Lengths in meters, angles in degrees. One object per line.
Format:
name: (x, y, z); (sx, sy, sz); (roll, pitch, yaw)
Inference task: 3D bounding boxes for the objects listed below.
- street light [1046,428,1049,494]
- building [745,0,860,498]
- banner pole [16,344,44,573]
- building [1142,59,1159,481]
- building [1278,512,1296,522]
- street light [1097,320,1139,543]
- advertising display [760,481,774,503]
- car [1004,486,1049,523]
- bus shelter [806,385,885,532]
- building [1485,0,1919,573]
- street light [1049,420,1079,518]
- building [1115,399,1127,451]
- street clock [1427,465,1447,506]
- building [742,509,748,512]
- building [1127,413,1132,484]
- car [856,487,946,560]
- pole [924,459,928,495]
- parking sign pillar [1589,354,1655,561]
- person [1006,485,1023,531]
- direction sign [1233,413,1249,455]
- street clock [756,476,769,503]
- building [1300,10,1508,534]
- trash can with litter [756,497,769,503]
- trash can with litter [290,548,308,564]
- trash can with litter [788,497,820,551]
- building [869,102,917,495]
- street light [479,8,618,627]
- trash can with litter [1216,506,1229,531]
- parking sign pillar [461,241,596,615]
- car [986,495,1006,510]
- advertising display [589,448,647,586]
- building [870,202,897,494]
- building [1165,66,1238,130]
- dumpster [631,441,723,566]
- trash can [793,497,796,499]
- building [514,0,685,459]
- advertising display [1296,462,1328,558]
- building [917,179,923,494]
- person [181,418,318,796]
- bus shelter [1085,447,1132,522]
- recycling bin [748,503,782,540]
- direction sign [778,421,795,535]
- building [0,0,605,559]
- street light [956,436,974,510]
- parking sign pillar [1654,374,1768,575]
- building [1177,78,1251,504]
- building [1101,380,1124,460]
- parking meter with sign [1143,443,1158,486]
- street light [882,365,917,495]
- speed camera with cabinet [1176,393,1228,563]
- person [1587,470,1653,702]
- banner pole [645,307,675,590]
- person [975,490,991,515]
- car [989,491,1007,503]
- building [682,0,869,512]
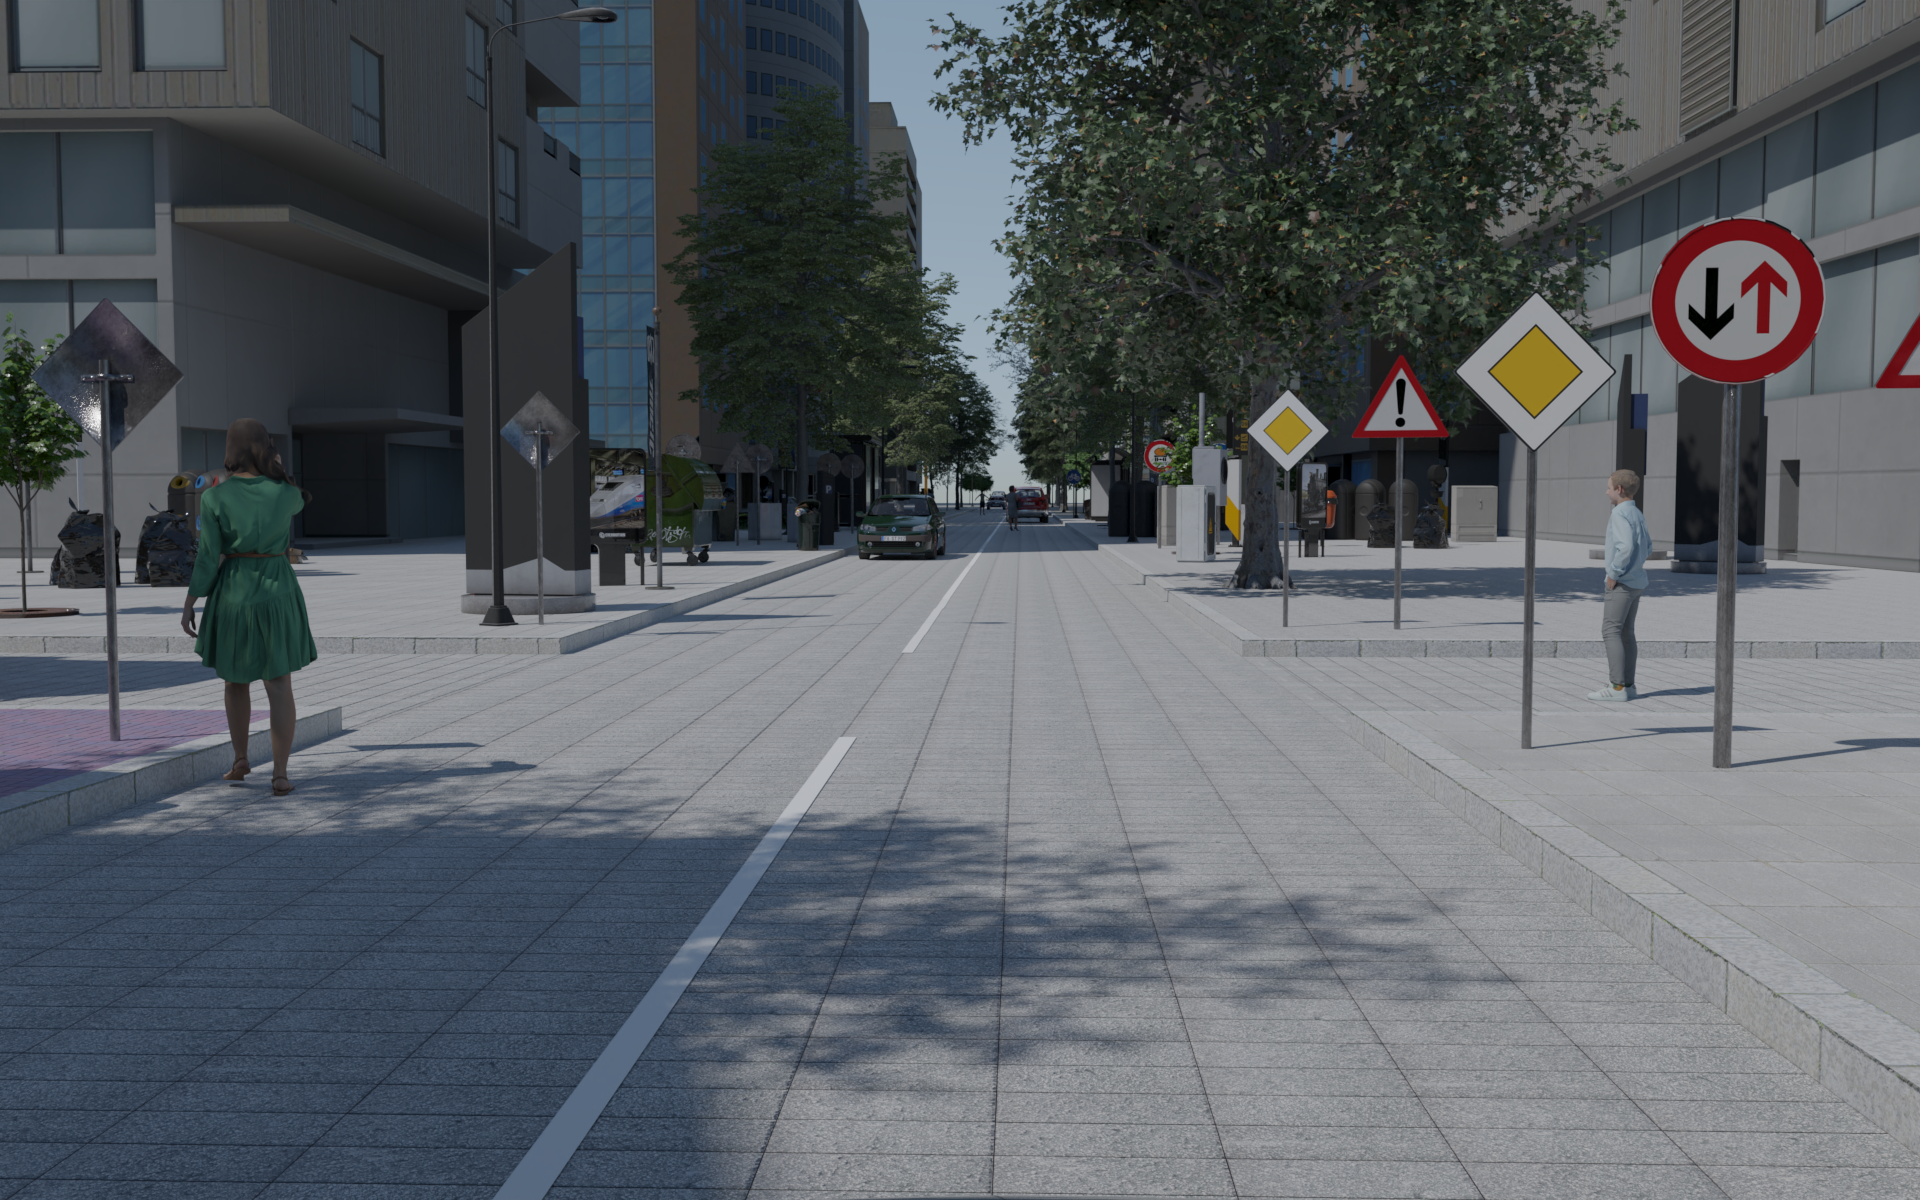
street light: (6.759, -9.112, 121.520); (1.470, 5.913, 1.316); (0, 4, 2)
building: (-19.397, -35.992, 130.466); (21.231, 58.520, 28.212); (0, 4, 2)
banner pole: (-15.046, -2.318, 27.914); (0.401, 3.779, 0.863); (-2, 4, -28)
building: (23.597, -28.626, 151.629); (14.154, 41.232, 14.086); (0, 4, 2)
building: (21.050, -24.471, 83.694); (14.154, 41.232, 14.086); (0, 4, 2)
street light: (4.045, -4.483, 45.839); (1.470, 5.913, 1.316); (0, 4, 2)
advertising display: (-9.646, -4.966, 86.414); (0.974, 1.923, 0.123); (3, 5, 41)
car: (3.375, -4.809, 87.292); (2.281, 1.827, 5.304); (0, 3, 0)
bus shelter: (-4.133, -5.188, 62.451); (2.179, 5.291, 8.768); (0, 4, 2)
building: (28.231, -27.397, 37.185); (27.495, 52.752, 28.713); (0, 4, 2)
street light: (5.603, -7.280, 91.575); (1.470, 5.913, 1.316); (0, 4, 2)
building: (30.699, -36.283, 212.837); (23.786, 49.044, 30.456); (0, 4, 2)
street clock: (11.876, -2.359, 43.137); (0.471, 2.002, 0.358); (-2, 4, -32)
building: (-26.111, -25.232, 104.419); (32.217, 40.220, 23.993); (0, 4, 2)
building: (25.470, -31.035, 191.018); (14.154, 41.232, 14.086); (0, 4, 2)
car: (-1.287, -1.796, 39.154); (2.009, 1.686, 4.222); (0, 4, 4)
pole: (-1.653, -5.529, 84.240); (0.158, 3.312, 0.155); (0, 3, 0)
parking sign pillar: (13.159, -2.785, 34.010); (1.447, 3.967, 1.447); (1, 4, 16)
person: (2.175, -3.604, 67.777); (0.716, 1.782, 0.532); (2, 4, 35)
direction sign: (5.922, -2.628, 34.960); (0.876, 3.537, 0.379); (-1, 4, -12)
street clock: (-7.727, -3.864, 67.747); (0.471, 2.002, 0.358); (-2, 4, -25)
building: (20.345, -25.160, 61.479); (14.600, 45.320, 14.200); (0, 4, 2)
trash can with litter: (-8.278, -3.680, 71.553); (0.624, 1.170, 1.055); (-2, 4, -28)
trash can with litter: (-12.555, -1.252, 31.851); (1.055, 1.170, 0.624); (0, 4, -4)
trash can with litter: (-3.530, -1.708, 39.318); (0.624, 1.170, 1.055); (-1, 4, -17)
building: (-16.698, -36.363, 218.240); (21.300, 48.544, 21.600); (0, 4, 2)
street light: (-3.971, -2.703, 16.733); (1.470, 5.913, 1.316); (0, 4, 2)
trash can with litter: (8.997, -2.996, 60.367); (1.055, 1.170, 0.624); (-2, 4, -26)
parking sign pillar: (-4.735, -1.862, 18.916); (1.447, 3.967, 1.447); (1, 4, 13)
car: (3.316, -8.890, 157.939); (1.945, 1.354, 3.894); (0, 4, 3)
advertising display: (-4.862, -1.159, 24.160); (0.974, 1.923, 0.123); (-1, 4, -19)
building: (-22.981, -30.827, 195.895); (32.217, 40.220, 23.993); (0, 4, 2)
building: (26.749, -31.179, 133.472); (21.300, 48.544, 21.600); (0, 4, 2)
dumpster: (-5.223, -1.772, 31.471); (1.502, 2.255, 1.985); (0, 4, 2)
trash can: (-8.595, -4.752, 89.351); (0.748, 1.137, 0.748); (0, 3, 0)
building: (-18.397, -26.553, 84.253); (14.600, 45.320, 14.200); (0, 4, 2)
advertising display: (7.143, -1.832, 35.163); (0.123, 1.923, 0.974); (3, 5, 44)
building: (-12.449, -35.838, 236.066); (14.600, 45.320, 14.200); (0, 4, 2)
person: (-3.407, 0.025, 8.346); (0.600, 1.795, 0.529); (-3, 4, -38)
bus shelter: (6.713, -5.128, 77.762); (2.014, 3.302, 5.546); (0, 4, 2)
recycling bin: (-5.453, -2.191, 48.381); (0.722, 1.027, 0.722); (-2, 4, -35)
direction sign: (-5.430, -3.811, 54.307); (0.379, 3.537, 0.876); (2, 4, 28)
building: (-26.108, -27.899, 45.384); (28.713, 52.752, 27.495); (0, 4, 2)
street light: (0.375, -10.186, 139.088); (1.470, 5.913, 1.316); (0, 4, 2)
parking sign pillar: (12.385, -2.428, 28.175); (1.447, 3.967, 1.447); (3, 5, 42)
building: (26.204, -48.526, 106.065); (22.319, 86.520, 31.000); (0, 4, 2)
building: (30.724, -37.644, 239.177); (21.300, 48.544, 21.600); (0, 4, 2)
parking meter with sign: (6.987, -3.903, 60.073); (1.738, 3.016, 0.543); (-1, 4, -20)
street light: (-2.245, -5.506, 62.562); (1.470, 5.913, 1.316); (0, 4, 2)
speed camera with cabinet: (4.670, -2.380, 33.253); (0.660, 3.252, 2.038); (1, 4, 20)
person: (4.651, -0.113, 12.158); (0.589, 1.601, 0.330); (-3, 5, -44)
banner pole: (-4.055, -2.017, 22.994); (0.401, 3.779, 0.863); (0, 4, 3)
person: (1.567, -6.736, 119.418); (1.217, 1.735, 0.721); (1, 4, 22)
car: (4.661, -12.206, 208.240); (2.281, 1.827, 5.304); (0, 4, 1)
building: (-15.442, -30.717, 152.332); (14.600, 45.320, 14.200); (0, 4, 2)
